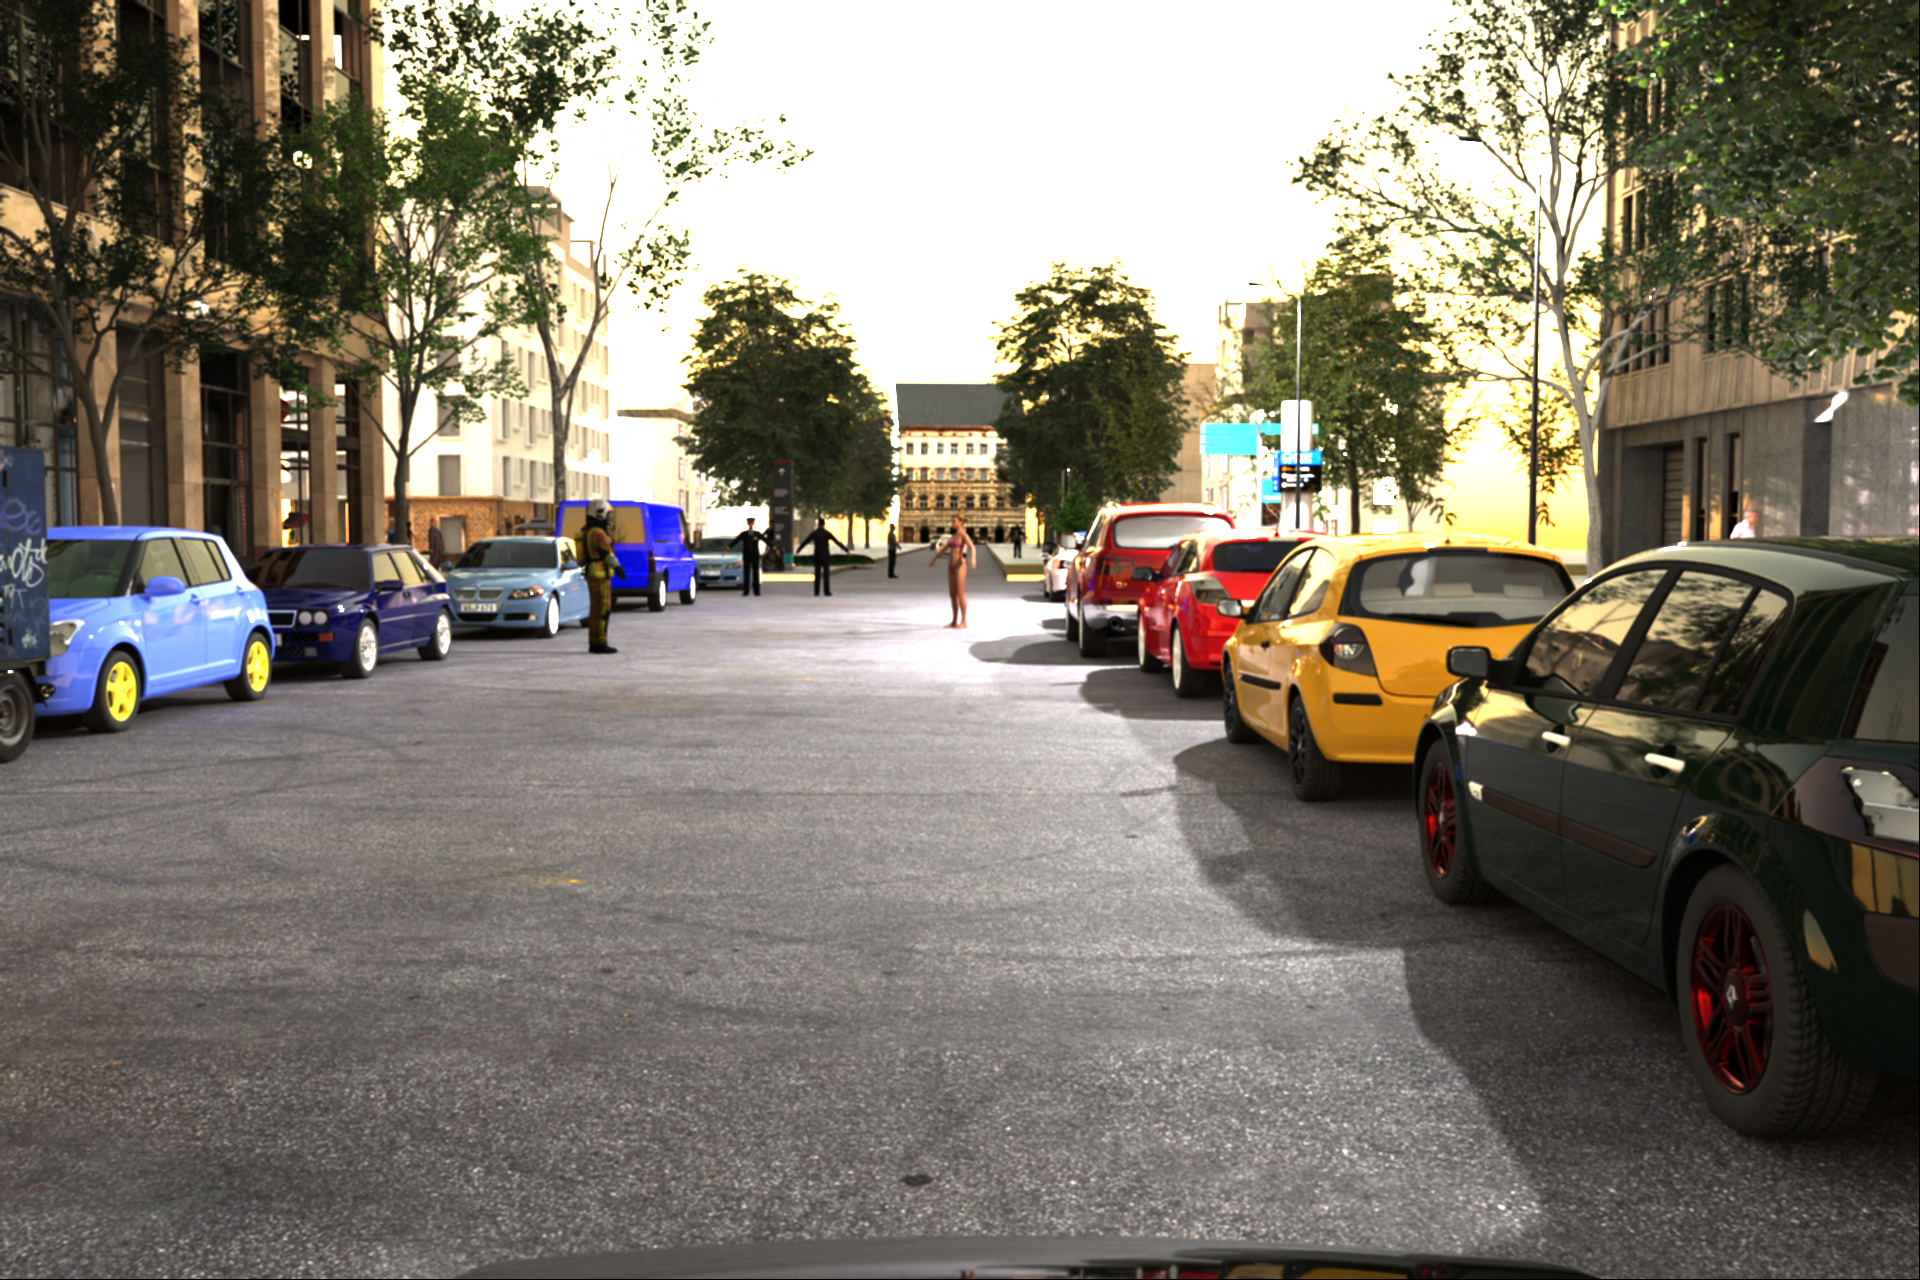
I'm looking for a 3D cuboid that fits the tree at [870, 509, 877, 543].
[{"bbox_3d":[-12.331,-18.406,251.296,4.360,8.622,3.978,0,3,0],"label":"tree"}]

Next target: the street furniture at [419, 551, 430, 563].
[{"bbox_3d":[-22.558,-3.256,68.870,5.734,0.657,10.072,0,4,-7],"label":"street furniture"}]

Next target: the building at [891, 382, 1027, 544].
[{"bbox_3d":[-0.488,-25.485,250.071,18.063,23.208,19.493,0,4,-5],"label":"building"}]

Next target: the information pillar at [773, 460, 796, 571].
[{"bbox_3d":[-6.231,-4.389,61.141,0.750,3.857,0.750,0,4,2],"label":"information pillar"}]

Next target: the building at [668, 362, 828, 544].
[{"bbox_3d":[-27.056,-23.992,223.190,19.493,23.208,18.063,0,4,0],"label":"building"}]

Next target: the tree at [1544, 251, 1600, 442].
[{"bbox_3d":[24.022,-8.179,59.476,9.928,11.665,9.643,0,3,0],"label":"tree"}]

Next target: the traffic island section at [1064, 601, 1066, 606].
[{"bbox_3d":[3.083,-0.700,34.310,1.991,0.108,1.994,0,4,0],"label":"traffic island section"}]

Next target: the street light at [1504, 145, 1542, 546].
[{"bbox_3d":[7.286,-2.921,20.305,1.470,5.913,1.316,0,4,0],"label":"street light"}]

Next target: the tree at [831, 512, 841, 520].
[{"bbox_3d":[-19.984,-19.135,247.268,7.601,10.594,8.767,0,4,-8],"label":"tree"}]

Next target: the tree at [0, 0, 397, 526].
[{"bbox_3d":[-12.357,-5.536,24.922,8.767,10.594,7.601,-3,5,-44],"label":"tree"}]

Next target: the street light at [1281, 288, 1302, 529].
[{"bbox_3d":[6.793,-3.634,31.964,1.470,5.913,1.316,0,4,0],"label":"street light"}]

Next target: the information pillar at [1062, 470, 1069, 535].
[{"bbox_3d":[3.874,-4.440,63.910,0.184,3.620,1.656,0,4,1],"label":"information pillar"}]

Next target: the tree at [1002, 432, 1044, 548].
[{"bbox_3d":[6.943,-14.007,154.772,9.928,11.665,9.643,0,3,0],"label":"tree"}]

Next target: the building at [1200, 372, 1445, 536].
[{"bbox_3d":[20.773,-9.883,103.727,9.099,9.664,28.070,0,4,0],"label":"building"}]

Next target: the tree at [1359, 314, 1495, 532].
[{"bbox_3d":[15.169,-6.552,57.480,4.737,8.622,4.395,0,3,0],"label":"tree"}]

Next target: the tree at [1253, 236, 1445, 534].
[{"bbox_3d":[14.841,-9.079,66.570,7.486,12.596,7.792,0,3,0],"label":"tree"}]

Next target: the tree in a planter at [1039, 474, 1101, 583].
[{"bbox_3d":[3.345,-3.295,51.097,1.991,3.239,1.994,0,4,1],"label":"tree in a planter"}]

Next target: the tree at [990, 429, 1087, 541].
[{"bbox_3d":[6.782,-12.135,132.815,8.767,10.594,7.601,-2,4,-35],"label":"tree"}]

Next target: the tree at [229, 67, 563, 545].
[{"bbox_3d":[-12.597,-6.931,39.080,9.928,11.665,9.643,0,3,0],"label":"tree"}]

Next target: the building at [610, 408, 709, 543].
[{"bbox_3d":[-23.225,-11.481,129.858,9.099,9.664,28.070,0,4,1],"label":"building"}]

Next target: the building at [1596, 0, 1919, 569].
[{"bbox_3d":[26.059,-13.887,44.307,12.078,24.872,19.932,0,4,1],"label":"building"}]

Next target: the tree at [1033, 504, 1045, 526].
[{"bbox_3d":[14.356,-20.411,251.841,7.486,12.596,7.792,0,3,0],"label":"tree"}]

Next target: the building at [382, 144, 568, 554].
[{"bbox_3d":[-27.108,-13.942,84.371,16.016,20.090,11.380,0,3,0],"label":"building"}]

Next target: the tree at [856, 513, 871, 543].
[{"bbox_3d":[-13.090,-18.047,245.424,4.737,8.622,4.395,0,3,0],"label":"tree"}]

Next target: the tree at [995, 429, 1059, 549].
[{"bbox_3d":[6.844,-12.702,142.095,8.767,10.594,7.601,1,4,10],"label":"tree"}]

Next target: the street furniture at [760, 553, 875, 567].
[{"bbox_3d":[-8.153,-3.278,69.229,10.072,0.657,5.734,-1,4,-13],"label":"street furniture"}]

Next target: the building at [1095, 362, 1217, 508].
[{"bbox_3d":[23.943,-19.605,187.001,16.747,18.905,31.486,0,4,0],"label":"building"}]

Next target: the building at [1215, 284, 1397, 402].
[{"bbox_3d":[25.593,-17.226,138.058,16.016,20.090,11.380,0,4,1],"label":"building"}]

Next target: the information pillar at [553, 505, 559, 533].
[{"bbox_3d":[-10.242,-2.446,44.482,0.304,2.012,0.304,0,4,1],"label":"information pillar"}]

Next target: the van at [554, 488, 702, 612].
[{"bbox_3d":[-6.378,-1.784,33.560,2.240,2.365,5.245,0,4,0],"label":"van"}]

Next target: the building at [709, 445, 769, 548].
[{"bbox_3d":[-21.497,-14.160,173.668,9.099,9.664,28.070,0,4,1],"label":"building"}]

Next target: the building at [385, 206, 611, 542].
[{"bbox_3d":[-28.129,-14.986,101.440,16.016,20.090,11.380,0,4,0],"label":"building"}]

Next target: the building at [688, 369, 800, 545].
[{"bbox_3d":[-24.369,-20.716,195.119,16.016,20.090,11.380,0,4,0],"label":"building"}]

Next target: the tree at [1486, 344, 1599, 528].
[{"bbox_3d":[22.677,-7.158,67.399,4.737,8.622,4.395,0,3,0],"label":"tree"}]

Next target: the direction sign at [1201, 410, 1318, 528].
[{"bbox_3d":[6.455,-2.945,36.921,2.525,3.948,1.411,0,4,1],"label":"direction sign"}]

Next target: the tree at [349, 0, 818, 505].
[{"bbox_3d":[-11.179,-12.002,52.130,12.611,20.169,13.585,0,3,0],"label":"tree"}]

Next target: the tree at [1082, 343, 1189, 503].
[{"bbox_3d":[6.914,-7.066,65.884,4.737,8.622,4.395,0,3,0],"label":"tree"}]

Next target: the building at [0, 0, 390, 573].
[{"bbox_3d":[-30.004,-16.673,38.832,22.709,31.103,35.509,0,4,1],"label":"building"}]

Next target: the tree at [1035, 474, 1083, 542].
[{"bbox_3d":[6.669,-10.403,120.444,4.737,8.622,4.395,0,3,0],"label":"tree"}]

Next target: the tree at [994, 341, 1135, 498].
[{"bbox_3d":[7.282,-12.174,109.408,12.009,13.543,11.850,0,3,0],"label":"tree"}]

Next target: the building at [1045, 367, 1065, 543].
[{"bbox_3d":[24.783,-23.191,223.139,27.936,21.610,32.646,0,4,1],"label":"building"}]

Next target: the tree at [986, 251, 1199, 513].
[{"bbox_3d":[5.817,-10.438,77.320,9.857,13.997,8.962,0,3,0],"label":"tree"}]

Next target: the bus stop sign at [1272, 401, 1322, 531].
[{"bbox_3d":[6.707,-2.784,34.539,0.837,3.901,0.837,0,4,1],"label":"bus stop sign"}]

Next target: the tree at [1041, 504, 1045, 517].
[{"bbox_3d":[13.324,-17.987,244.443,4.737,8.622,4.395,0,3,0],"label":"tree"}]
